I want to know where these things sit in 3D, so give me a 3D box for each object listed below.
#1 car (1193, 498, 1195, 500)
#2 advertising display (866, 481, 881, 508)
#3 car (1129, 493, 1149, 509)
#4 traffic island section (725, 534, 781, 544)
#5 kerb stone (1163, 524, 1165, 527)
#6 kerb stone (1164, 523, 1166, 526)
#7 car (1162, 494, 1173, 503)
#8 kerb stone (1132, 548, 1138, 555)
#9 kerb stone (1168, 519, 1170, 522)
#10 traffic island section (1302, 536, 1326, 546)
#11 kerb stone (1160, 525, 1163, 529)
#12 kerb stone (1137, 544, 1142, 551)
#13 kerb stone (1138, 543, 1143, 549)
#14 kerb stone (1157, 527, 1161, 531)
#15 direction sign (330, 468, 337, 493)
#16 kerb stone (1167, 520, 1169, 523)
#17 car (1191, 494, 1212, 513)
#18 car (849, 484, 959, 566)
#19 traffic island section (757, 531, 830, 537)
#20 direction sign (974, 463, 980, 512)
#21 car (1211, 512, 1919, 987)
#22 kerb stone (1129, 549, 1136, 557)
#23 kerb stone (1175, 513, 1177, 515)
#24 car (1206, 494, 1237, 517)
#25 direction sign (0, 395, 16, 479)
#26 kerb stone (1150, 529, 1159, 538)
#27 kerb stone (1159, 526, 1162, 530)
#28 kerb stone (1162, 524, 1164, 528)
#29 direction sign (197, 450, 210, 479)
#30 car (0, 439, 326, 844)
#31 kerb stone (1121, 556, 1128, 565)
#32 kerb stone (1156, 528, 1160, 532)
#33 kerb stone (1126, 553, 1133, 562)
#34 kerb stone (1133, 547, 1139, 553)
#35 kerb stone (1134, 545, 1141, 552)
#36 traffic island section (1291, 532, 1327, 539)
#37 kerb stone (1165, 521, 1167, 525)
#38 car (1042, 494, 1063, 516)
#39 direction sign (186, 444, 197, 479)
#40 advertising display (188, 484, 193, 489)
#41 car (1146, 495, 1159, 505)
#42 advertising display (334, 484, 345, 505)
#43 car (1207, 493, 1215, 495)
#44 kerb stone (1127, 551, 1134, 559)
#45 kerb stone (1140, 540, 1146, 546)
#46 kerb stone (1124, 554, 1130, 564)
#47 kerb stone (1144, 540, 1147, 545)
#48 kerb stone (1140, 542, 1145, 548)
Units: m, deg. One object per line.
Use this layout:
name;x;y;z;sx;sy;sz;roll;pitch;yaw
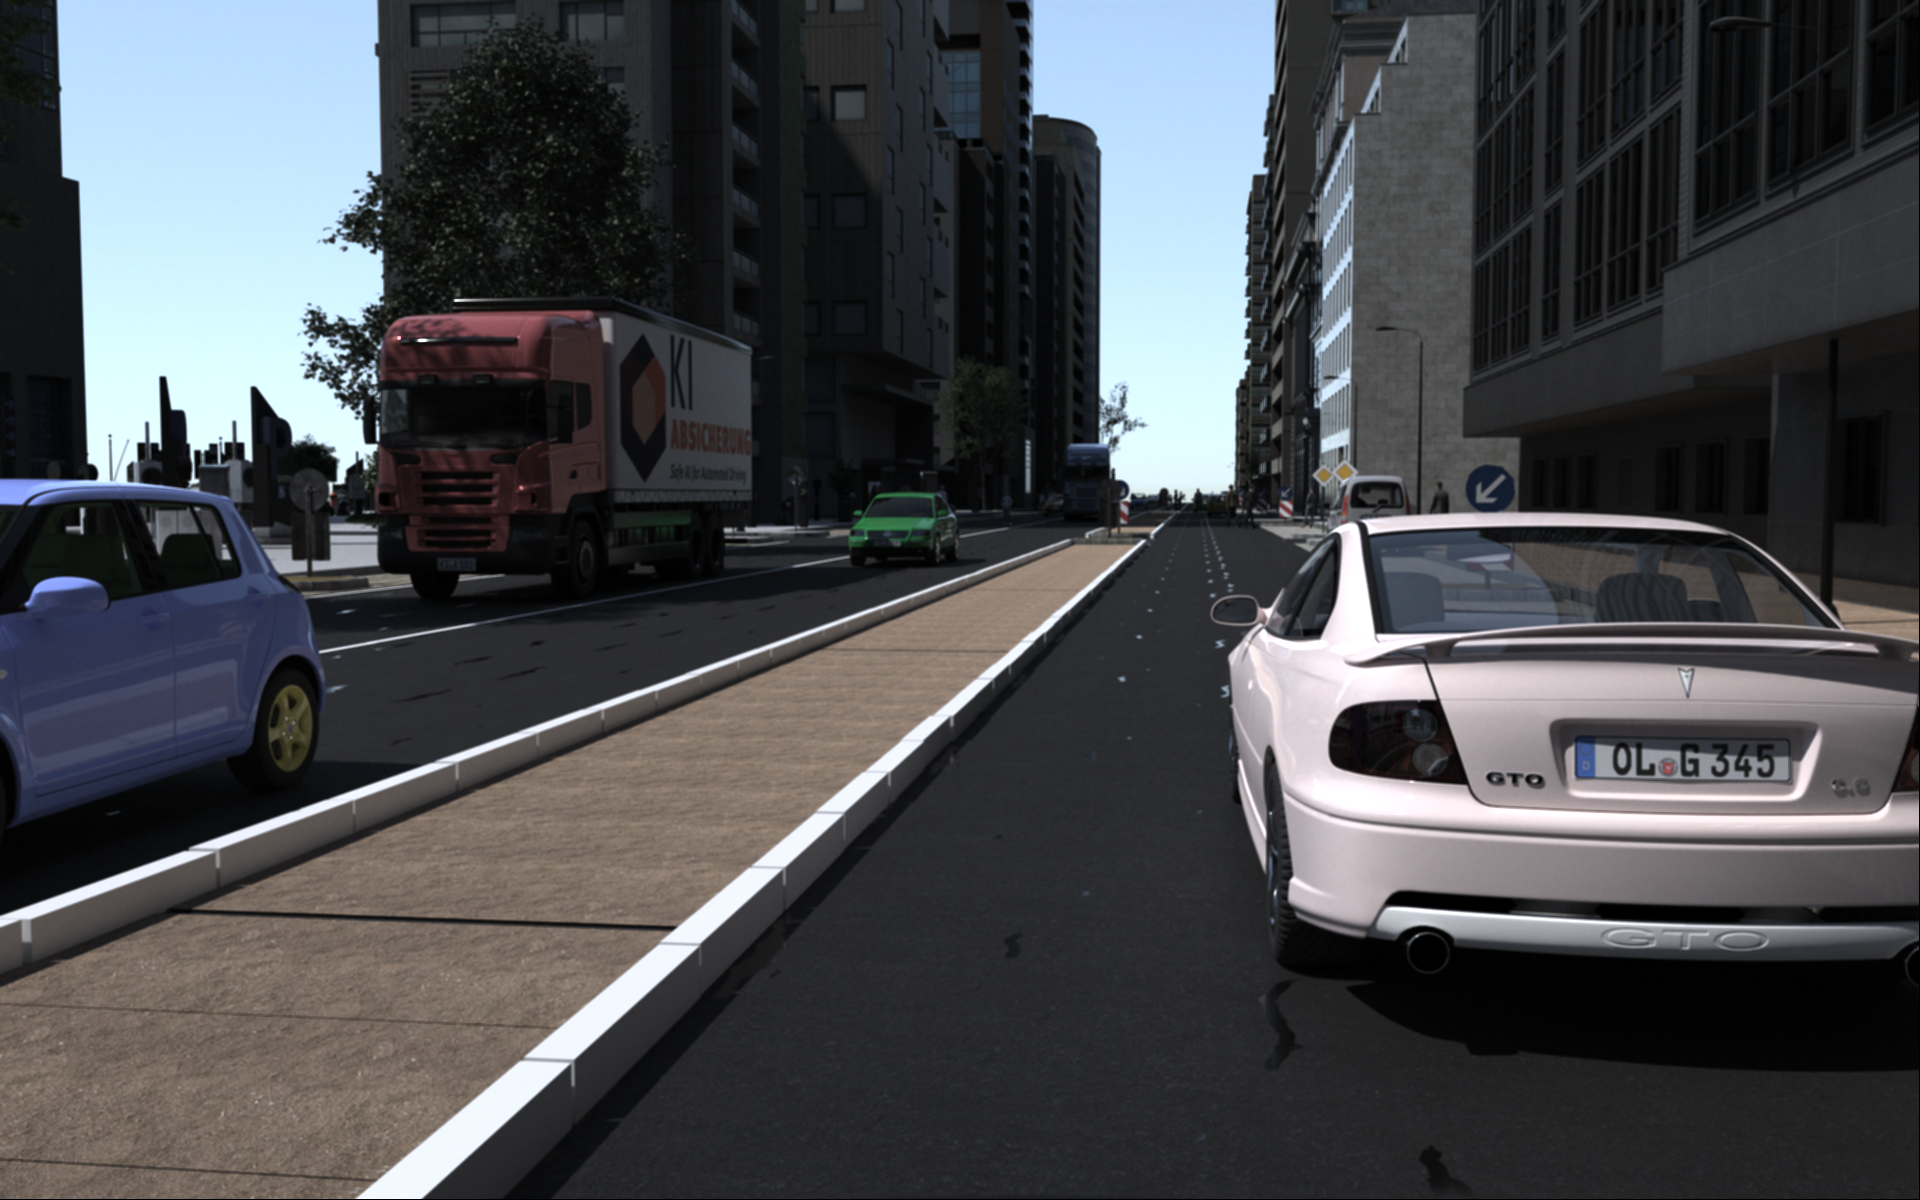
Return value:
car;30.910;-12.826;222.285;1.945;1.354;3.894;1;4;9
advertising display;-4.174;-4.806;83.796;0.123;1.923;0.974;3;5;39
car;17.606;-9.820;170.154;1.945;1.707;3.694;0;4;6
traffic island section;-6.671;-1.746;50.834;2.009;0.180;2.903;0;4;8
kerb stone;7.986;-2.865;69.050;0.120;0.150;1.000;0;4;8
kerb stone;8.269;-2.990;71.074;0.120;0.150;1.000;0;4;8
car;33.722;-16.712;282.032;1.959;1.807;4.718;0;4;7
kerb stone;3.863;-1.028;39.000;0.120;0.150;1.000;0;4;8
kerb stone;9.659;-3.610;81.216;0.120;0.150;1.000;0;4;8
traffic island section;10.758;-1.601;48.450;2.009;0.180;2.903;0;4;8
kerb stone;7.436;-2.618;64.998;0.120;0.150;1.000;0;4;8
kerb stone;4.285;-1.215;42.062;0.120;0.150;1.000;0;4;8
kerb stone;4.426;-1.269;43.090;0.120;0.150;1.000;0;4;8
kerb stone;7.012;-2.431;61.949;0.120;0.150;1.000;0;4;8
direction sign;-39.879;-7.234;110.265;0.379;3.537;0.876;0;4;7
kerb stone;9.235;-3.424;78.180;0.120;0.150;1.000;0;4;8
car;19.043;-7.515;134.671;2.131;1.459;4.920;0;4;7
car;-1.111;-1.650;35.767;1.959;1.807;4.718;0;4;7
traffic island section;-5.586;-2.230;58.746;2.009;0.180;2.903;0;4;8
direction sign;1.211;-8.139;125.069;0.379;3.537;0.876;-2;4;-33
car;2.014;0.356;6.534;2.083;1.381;4.827;0;4;6
kerb stone;3.729;-0.965;37.986;0.120;0.150;1.000;0;4;8
kerb stone;12.989;-5.100;105.579;0.120;0.150;1.000;0;4;8
car;16.693;-6.132;110.485;2.015;1.641;3.980;1;4;9
direction sign;-21.854;-2.907;39.520;0.379;3.537;0.876;1;4;11
kerb stone;6.732;-2.301;59.924;0.120;0.150;1.000;0;4;8
kerb stone;7.292;-2.555;63.977;0.120;0.150;1.000;0;4;8
kerb stone;7.847;-2.801;68.038;0.120;0.150;1.000;0;4;8
direction sign;-38.986;-5.948;89.252;0.379;3.537;0.876;3;5;40
car;-4.221;0.144;7.235;1.945;1.707;3.694;0;4;7
kerb stone;3.170;-0.717;33.915;0.120;0.150;1.000;0;4;8
kerb stone;6.878;-2.369;60.936;0.120;0.150;1.000;0;4;8
kerb stone;3.452;-0.841;35.946;0.120;0.150;1.000;0;4;8
kerb stone;4.002;-1.084;40.016;0.120;0.150;1.000;0;4;8
kerb stone;4.147;-1.152;41.035;0.120;0.150;1.000;0;4;8
traffic island section;11.842;-2.084;56.361;2.009;0.180;2.903;0;4;8
kerb stone;8.813;-3.238;75.140;0.120;0.150;1.000;0;4;8
car;6.388;-6.303;113.285;2.015;1.641;3.980;0;4;7
direction sign;-34.893;-5.243;77.713;0.876;3.537;0.379;1;4;14
advertising display;-49.295;-6.490;111.328;0.974;1.923;0.123;3;4;37
car;25.870;-13.440;232.101;2.083;1.381;4.827;1;4;8
advertising display;-41.862;-6.824;116.793;0.123;1.923;0.974;2;4;30
car;24.605;-9.804;169.879;1.945;1.707;3.694;0;4;6
kerb stone;3.589;-0.903;36.959;0.120;0.150;1.000;0;4;8
kerb stone;4.700;-1.402;45.116;0.120;0.150;1.000;0;4;8
kerb stone;3.305;-0.779;34.935;0.120;0.150;1.000;0;4;8
kerb stone;4.846;-1.461;46.128;0.120;0.150;1.000;0;4;8
kerb stone;4.570;-1.335;44.102;0.120;0.150;1.000;0;4;8
